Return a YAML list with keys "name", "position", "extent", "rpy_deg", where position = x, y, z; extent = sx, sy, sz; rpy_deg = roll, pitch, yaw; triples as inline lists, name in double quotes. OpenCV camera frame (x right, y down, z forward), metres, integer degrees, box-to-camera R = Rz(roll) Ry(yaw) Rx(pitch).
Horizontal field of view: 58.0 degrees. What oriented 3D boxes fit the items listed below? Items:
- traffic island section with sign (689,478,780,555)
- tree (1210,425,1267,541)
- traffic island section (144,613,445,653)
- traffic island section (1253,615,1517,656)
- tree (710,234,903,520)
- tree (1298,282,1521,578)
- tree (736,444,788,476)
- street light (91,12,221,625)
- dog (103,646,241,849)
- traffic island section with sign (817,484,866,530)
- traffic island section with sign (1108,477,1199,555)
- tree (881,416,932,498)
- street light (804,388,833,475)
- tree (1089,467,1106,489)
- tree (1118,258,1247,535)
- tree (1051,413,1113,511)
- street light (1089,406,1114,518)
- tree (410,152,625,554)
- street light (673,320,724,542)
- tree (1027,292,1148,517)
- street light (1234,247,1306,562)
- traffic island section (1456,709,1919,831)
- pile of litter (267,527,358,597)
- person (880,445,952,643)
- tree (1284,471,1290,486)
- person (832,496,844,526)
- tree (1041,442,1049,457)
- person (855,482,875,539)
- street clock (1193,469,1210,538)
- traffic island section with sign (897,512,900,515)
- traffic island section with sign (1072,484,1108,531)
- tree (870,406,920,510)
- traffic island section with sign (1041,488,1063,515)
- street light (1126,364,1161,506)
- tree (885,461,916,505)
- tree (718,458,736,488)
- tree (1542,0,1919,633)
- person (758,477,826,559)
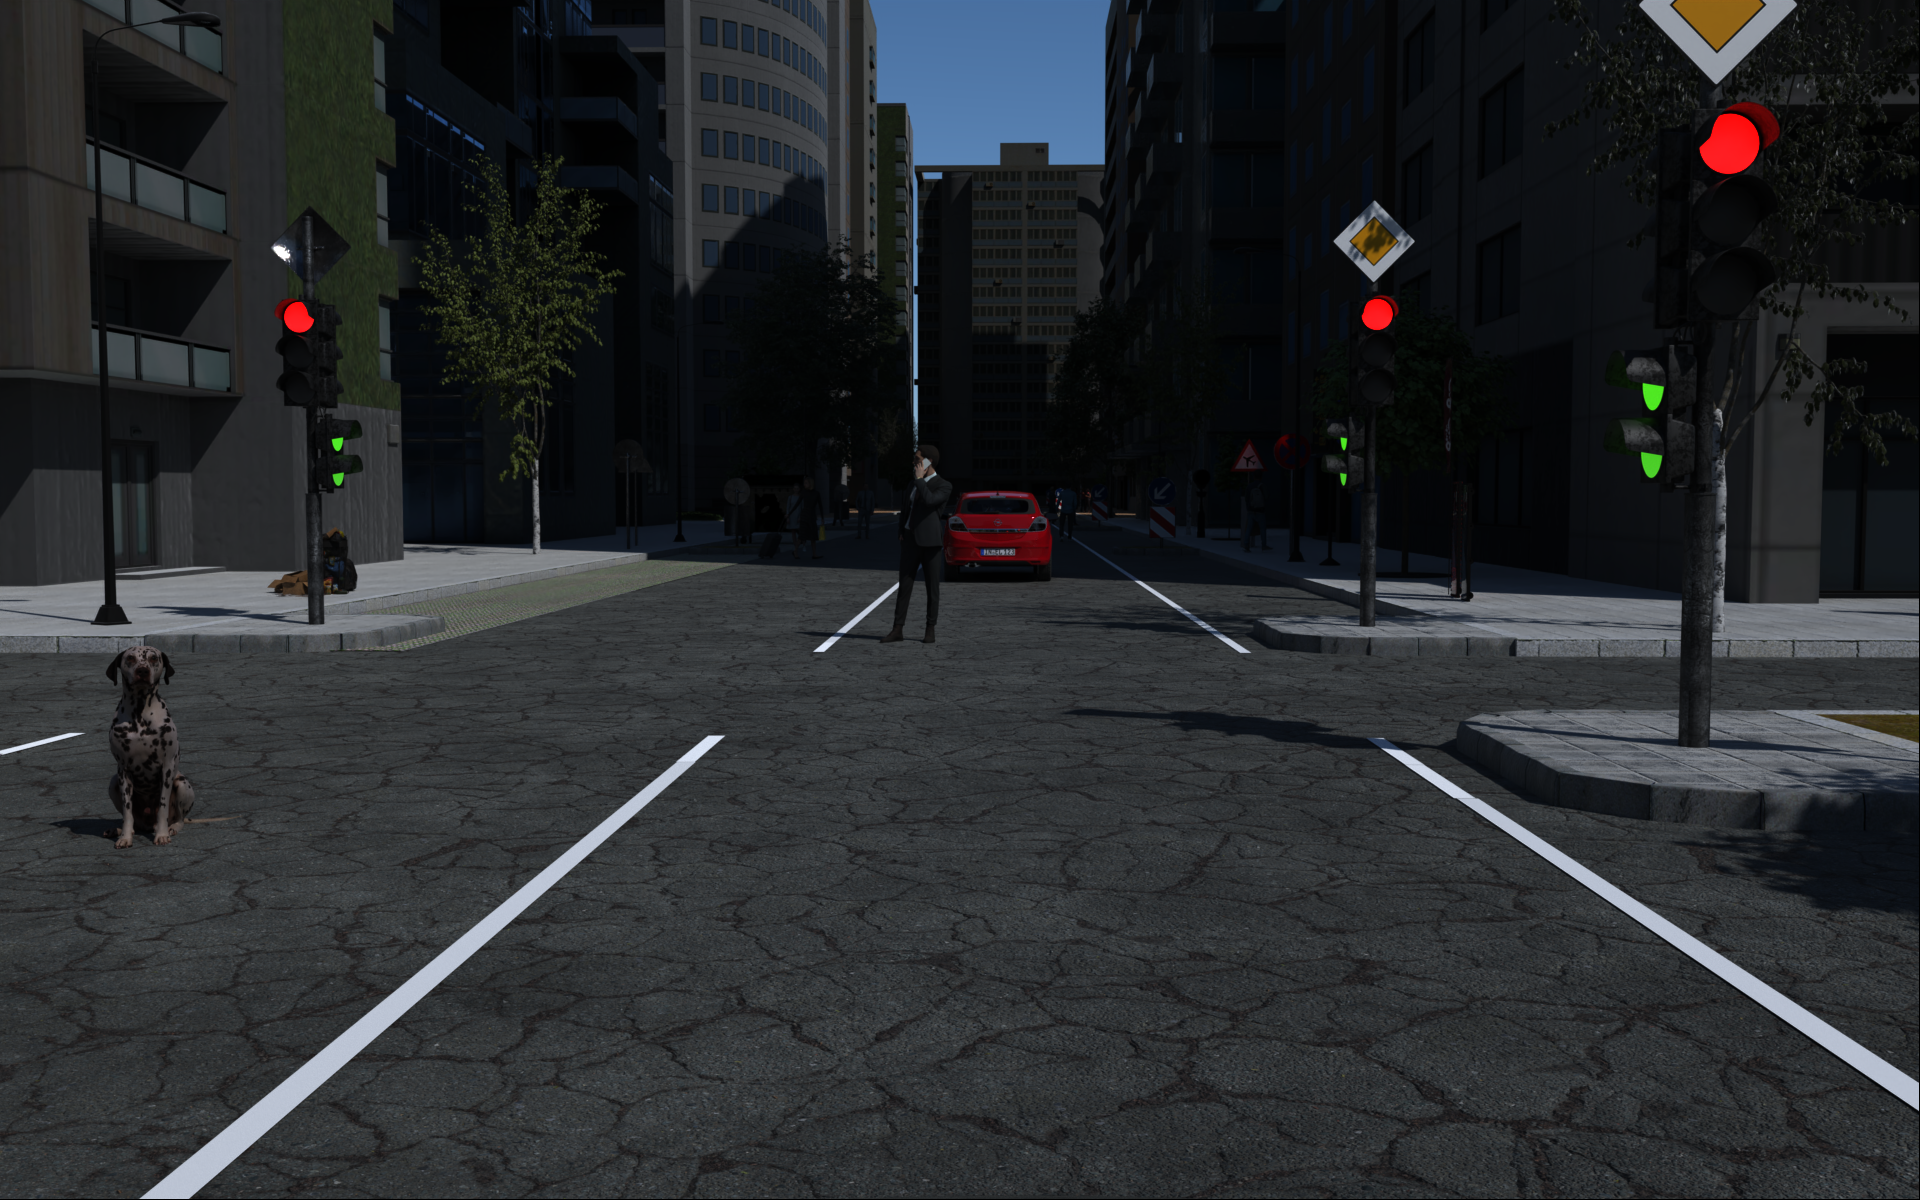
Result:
- name: "traffic island section with sign"
  position: [-5.378, -2.021, 41.669]
  extent: [1.989, 1.847, 2.006]
  rpy_deg: [0, 4, 2]
- name: "tree"
  position: [7.427, -3.269, 48.052]
  extent: [1.663, 3.219, 1.824]
  rpy_deg: [0, 3, 0]
- name: "traffic island section"
  position: [-6.364, 0.318, 17.083]
  extent: [2.009, 0.180, 2.903]
  rpy_deg: [0, 4, 2]
- name: "traffic island section"
  position: [3.973, 0.335, 16.802]
  extent: [2.009, 0.180, 2.903]
  rpy_deg: [0, 4, 2]
- name: "tree"
  position: [-7.498, -10.926, 85.302]
  extent: [9.857, 13.997, 8.962]
  rpy_deg: [0, 3, 0]
- name: "tree"
  position: [6.893, -2.650, 27.034]
  extent: [4.285, 4.588, 4.351]
  rpy_deg: [0, 3, 0]
- name: "tree"
  position: [-7.414, -4.376, 66.154]
  extent: [1.663, 3.219, 1.824]
  rpy_deg: [0, 3, 0]
- name: "street light"
  position: [-7.829, -2.712, 16.879]
  extent: [1.470, 5.913, 1.316]
  rpy_deg: [0, 4, 2]
- name: "dog"
  position: [-3.319, 0.582, 7.315]
  extent: [0.513, 0.831, 0.800]
  rpy_deg: [1, 4, 21]
- name: "traffic island section with sign"
  position: [-4.655, -3.669, 68.615]
  extent: [1.989, 1.847, 2.006]
  rpy_deg: [0, 4, 2]
- name: "traffic island section with sign"
  position: [4.655, -2.004, 41.391]
  extent: [1.989, 1.847, 2.006]
  rpy_deg: [0, 4, 2]
- name: "tree"
  position: [-5.630, -13.337, 168.420]
  extent: [4.737, 8.622, 4.395]
  rpy_deg: [0, 3, 0]
- name: "street light"
  position: [-6.230, -6.318, 75.835]
  extent: [1.470, 5.913, 1.316]
  rpy_deg: [0, 4, 2]
- name: "tree"
  position: [9.939, -7.605, 118.947]
  extent: [1.663, 3.219, 1.824]
  rpy_deg: [0, 3, 0]
- name: "tree"
  position: [7.156, -6.367, 54.456]
  extent: [4.737, 8.622, 4.395]
  rpy_deg: [0, 3, 0]
- name: "tree"
  position: [9.315, -10.978, 129.845]
  extent: [4.360, 8.622, 3.978]
  rpy_deg: [0, 3, 0]
- name: "street light"
  position: [7.499, -7.292, 91.767]
  extent: [1.470, 5.913, 1.316]
  rpy_deg: [0, 4, 2]
- name: "tree"
  position: [-9.254, -5.274, 36.590]
  extent: [4.737, 8.622, 4.395]
  rpy_deg: [0, 3, 0]
- name: "street light"
  position: [-6.997, -4.516, 46.385]
  extent: [1.470, 5.913, 1.316]
  rpy_deg: [0, 4, 2]
- name: "tree"
  position: [8.588, -11.103, 98.543]
  extent: [9.611, 12.733, 9.660]
  rpy_deg: [0, 3, 0]
- name: "street light"
  position: [5.847, -3.682, 32.739]
  extent: [1.470, 5.913, 1.316]
  rpy_deg: [0, 4, 2]
- name: "traffic island section"
  position: [3.759, 0.823, 8.819]
  extent: [2.009, 0.180, 2.903]
  rpy_deg: [0, 4, 2]
- name: "pile of litter"
  position: [-8.400, -0.516, 22.404]
  extent: [1.176, 0.858, 1.719]
  rpy_deg: [0, 4, 6]
- name: "person"
  position: [-0.400, -0.540, 16.686]
  extent: [0.648, 1.900, 0.474]
  rpy_deg: [2, 4, 31]
- name: "tree"
  position: [11.736, -3.875, 57.962]
  extent: [1.663, 3.219, 1.824]
  rpy_deg: [0, 3, 0]
- name: "person"
  position: [-5.028, -3.901, 72.685]
  extent: [0.834, 1.777, 0.661]
  rpy_deg: [-3, 4, -36]
- name: "tree"
  position: [9.778, -12.985, 162.669]
  extent: [4.360, 8.622, 3.978]
  rpy_deg: [0, 3, 0]
- name: "person"
  position: [-3.058, -2.876, 55.617]
  extent: [0.635, 1.810, 0.391]
  rpy_deg: [0, 4, -2]
- name: "street clock"
  position: [7.087, -2.831, 50.851]
  extent: [0.471, 2.002, 0.358]
  rpy_deg: [-1, 4, -13]
- name: "traffic island section with sign"
  position: [-3.299, -6.746, 118.923]
  extent: [1.989, 1.847, 2.006]
  rpy_deg: [0, 4, 2]
- name: "traffic island section with sign"
  position: [5.366, -3.655, 68.387]
  extent: [1.989, 1.847, 2.006]
  rpy_deg: [0, 4, 2]
- name: "tree"
  position: [-5.384, -11.559, 139.344]
  extent: [4.360, 8.622, 3.978]
  rpy_deg: [0, 3, 0]
- name: "traffic island section with sign"
  position: [6.720, -6.721, 118.519]
  extent: [1.989, 1.847, 2.006]
  rpy_deg: [0, 4, 2]
- name: "street light"
  position: [6.631, -5.483, 62.188]
  extent: [1.470, 5.913, 1.316]
  rpy_deg: [0, 4, 2]
- name: "tree"
  position: [-5.259, -10.542, 156.074]
  extent: [4.285, 4.588, 4.351]
  rpy_deg: [0, 3, 0]
- name: "tree"
  position: [-9.795, -5.096, 77.925]
  extent: [1.663, 3.219, 1.824]
  rpy_deg: [0, 3, 0]
- name: "tree"
  position: [7.029, -3.990, 15.606]
  extent: [4.360, 8.622, 3.978]
  rpy_deg: [0, 3, 0]
- name: "person"
  position: [-3.668, -1.814, 38.370]
  extent: [1.509, 1.804, 0.699]
  rpy_deg: [2, 4, 30]
